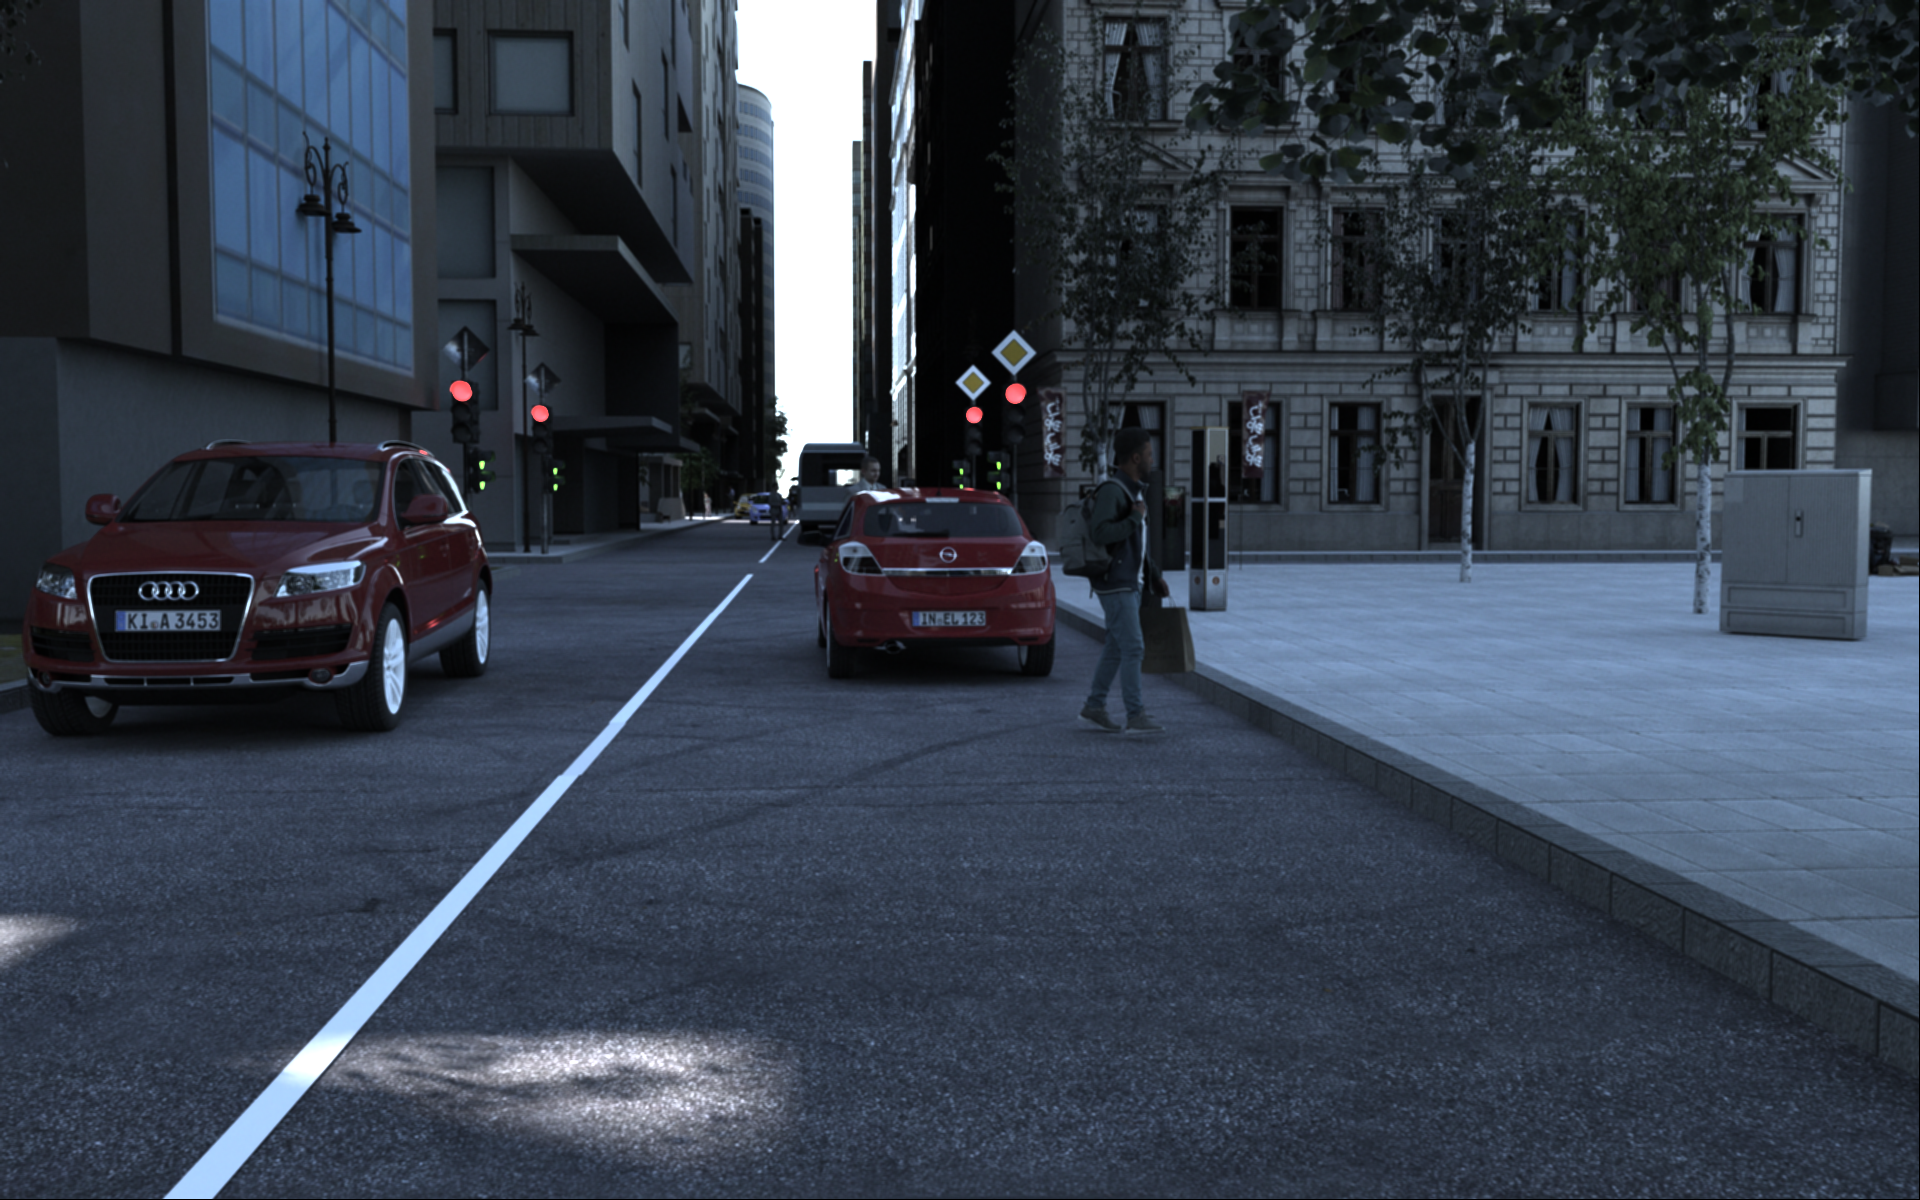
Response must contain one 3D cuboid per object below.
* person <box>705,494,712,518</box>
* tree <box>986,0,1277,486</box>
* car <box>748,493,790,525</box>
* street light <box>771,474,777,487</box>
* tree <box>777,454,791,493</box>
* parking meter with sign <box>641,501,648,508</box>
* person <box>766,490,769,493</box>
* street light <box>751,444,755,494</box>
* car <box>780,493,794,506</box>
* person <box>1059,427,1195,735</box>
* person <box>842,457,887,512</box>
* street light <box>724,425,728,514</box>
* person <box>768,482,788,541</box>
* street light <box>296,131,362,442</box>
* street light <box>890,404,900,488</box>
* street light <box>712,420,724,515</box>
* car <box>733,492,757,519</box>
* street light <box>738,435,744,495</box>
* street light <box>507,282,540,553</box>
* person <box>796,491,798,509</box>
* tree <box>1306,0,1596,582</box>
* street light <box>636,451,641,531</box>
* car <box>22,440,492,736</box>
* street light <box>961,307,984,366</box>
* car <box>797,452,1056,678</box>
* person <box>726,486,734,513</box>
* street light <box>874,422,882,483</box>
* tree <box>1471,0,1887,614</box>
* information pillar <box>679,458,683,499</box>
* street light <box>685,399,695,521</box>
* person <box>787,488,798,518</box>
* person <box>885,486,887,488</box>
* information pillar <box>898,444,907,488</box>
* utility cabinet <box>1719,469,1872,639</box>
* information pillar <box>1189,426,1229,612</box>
[{"bbox_3d":[-13.695,-5.134,94.261,0.425,1.301,0.394,-3,5,-40],"label":"person"},{"bbox_3d":[2.302,-4.595,25.489,4.360,8.622,3.978,0,3,0],"label":"tree"},{"bbox_3d":[-8.973,-4.394,81.436,1.945,1.707,3.694,0,4,-4],"label":"car"},{"bbox_3d":[-23.893,-15.114,219.894,0.468,5.910,1.993,0,4,-5],"label":"street light"},{"bbox_3d":[-28.274,-19.549,269.980,4.360,8.622,3.978,0,3,0],"label":"tree"},{"bbox_3d":[-19.358,-6.508,102.666,1.738,3.016,0.543,-3,4,-37],"label":"parking meter with sign"},{"bbox_3d":[-15.727,-8.178,142.664,0.568,1.767,0.683,0,4,5],"label":"person"},{"bbox_3d":[-19.048,-11.396,159.119,0.468,5.910,1.993,0,4,-5],"label":"street light"},{"bbox_3d":[-15.493,-8.689,151.659,1.945,1.707,3.694,0,4,-3],"label":"car"},{"bbox_3d":[1.008,-0.109,10.273,0.713,1.824,0.794,3,4,38],"label":"person"},{"bbox_3d":[-0.892,-0.557,17.729,0.709,1.813,0.853,-3,5,-41],"label":"person"},{"bbox_3d":[-15.448,-8.603,113.441,0.468,5.910,1.993,0,4,-5],"label":"street light"},{"bbox_3d":[-5.606,-2.736,53.429,0.583,1.804,0.606,2,4,25],"label":"person"},{"bbox_3d":[-8.202,-3.047,22.601,0.468,5.910,1.993,0,4,-5],"label":"street light"},{"bbox_3d":[-3.350,-7.105,88.953,0.468,5.910,1.993,0,4,-5],"label":"street light"},{"bbox_3d":[-14.940,-8.161,106.218,0.468,5.910,1.993,0,4,-5],"label":"street light"},{"bbox_3d":[-11.942,-5.437,99.112,2.015,1.641,3.980,0,4,-4],"label":"car"},{"bbox_3d":[-17.253,-10.006,136.385,0.468,5.910,1.993,0,4,-5],"label":"street light"},{"bbox_3d":[-9.507,-3.980,37.858,0.468,5.910,1.993,0,4,-5],"label":"street light"},{"bbox_3d":[-15.811,-9.824,169.923,0.742,1.727,0.445,3,4,39],"label":"person"},{"bbox_3d":[7.340,-4.579,25.224,4.360,8.622,3.978,0,3,0],"label":"tree"},{"bbox_3d":[-11.281,-5.368,60.552,0.468,5.910,1.993,0,4,-5],"label":"street light"},{"bbox_3d":[-4.599,-0.206,12.043,2.281,1.827,5.304,0,4,-6],"label":"car"},{"bbox_3d":[0.303,-4.297,43.050,0.468,5.910,1.993,0,4,-5],"label":"street light"},{"bbox_3d":[-0.322,-0.367,15.037,2.155,1.783,4.494,0,4,-6],"label":"car"},{"bbox_3d":[-15.481,-6.758,116.401,0.599,1.838,0.709,-1,4,-20],"label":"person"},{"bbox_3d":[-5.266,-8.513,111.969,0.468,5.910,1.993,0,4,-5],"label":"street light"},{"bbox_3d":[7.728,-4.159,18.369,4.737,8.622,4.395,0,3,0],"label":"tree"},{"bbox_3d":[-17.362,-7.079,107.102,0.504,3.616,0.183,2,4,28],"label":"information pillar"},{"bbox_3d":[-13.006,-6.772,83.502,0.468,5.910,1.993,0,4,-5],"label":"street light"},{"bbox_3d":[-10.021,-5.945,105.922,1.509,1.804,0.699,-2,4,-29],"label":"person"},{"bbox_3d":[-4.752,-6.223,108.133,0.721,1.781,0.623,-1,4,-15],"label":"person"},{"bbox_3d":[-2.651,-5.467,80.732,0.504,3.616,0.183,2,4,35],"label":"information pillar"},{"bbox_3d":[7.477,-0.420,15.540,0.318,1.500,1.173,-3,5,-42],"label":"utility cabinet"},{"bbox_3d":[2.729,-0.888,19.011,0.304,2.012,0.304,-2,4,-28],"label":"information pillar"}]
